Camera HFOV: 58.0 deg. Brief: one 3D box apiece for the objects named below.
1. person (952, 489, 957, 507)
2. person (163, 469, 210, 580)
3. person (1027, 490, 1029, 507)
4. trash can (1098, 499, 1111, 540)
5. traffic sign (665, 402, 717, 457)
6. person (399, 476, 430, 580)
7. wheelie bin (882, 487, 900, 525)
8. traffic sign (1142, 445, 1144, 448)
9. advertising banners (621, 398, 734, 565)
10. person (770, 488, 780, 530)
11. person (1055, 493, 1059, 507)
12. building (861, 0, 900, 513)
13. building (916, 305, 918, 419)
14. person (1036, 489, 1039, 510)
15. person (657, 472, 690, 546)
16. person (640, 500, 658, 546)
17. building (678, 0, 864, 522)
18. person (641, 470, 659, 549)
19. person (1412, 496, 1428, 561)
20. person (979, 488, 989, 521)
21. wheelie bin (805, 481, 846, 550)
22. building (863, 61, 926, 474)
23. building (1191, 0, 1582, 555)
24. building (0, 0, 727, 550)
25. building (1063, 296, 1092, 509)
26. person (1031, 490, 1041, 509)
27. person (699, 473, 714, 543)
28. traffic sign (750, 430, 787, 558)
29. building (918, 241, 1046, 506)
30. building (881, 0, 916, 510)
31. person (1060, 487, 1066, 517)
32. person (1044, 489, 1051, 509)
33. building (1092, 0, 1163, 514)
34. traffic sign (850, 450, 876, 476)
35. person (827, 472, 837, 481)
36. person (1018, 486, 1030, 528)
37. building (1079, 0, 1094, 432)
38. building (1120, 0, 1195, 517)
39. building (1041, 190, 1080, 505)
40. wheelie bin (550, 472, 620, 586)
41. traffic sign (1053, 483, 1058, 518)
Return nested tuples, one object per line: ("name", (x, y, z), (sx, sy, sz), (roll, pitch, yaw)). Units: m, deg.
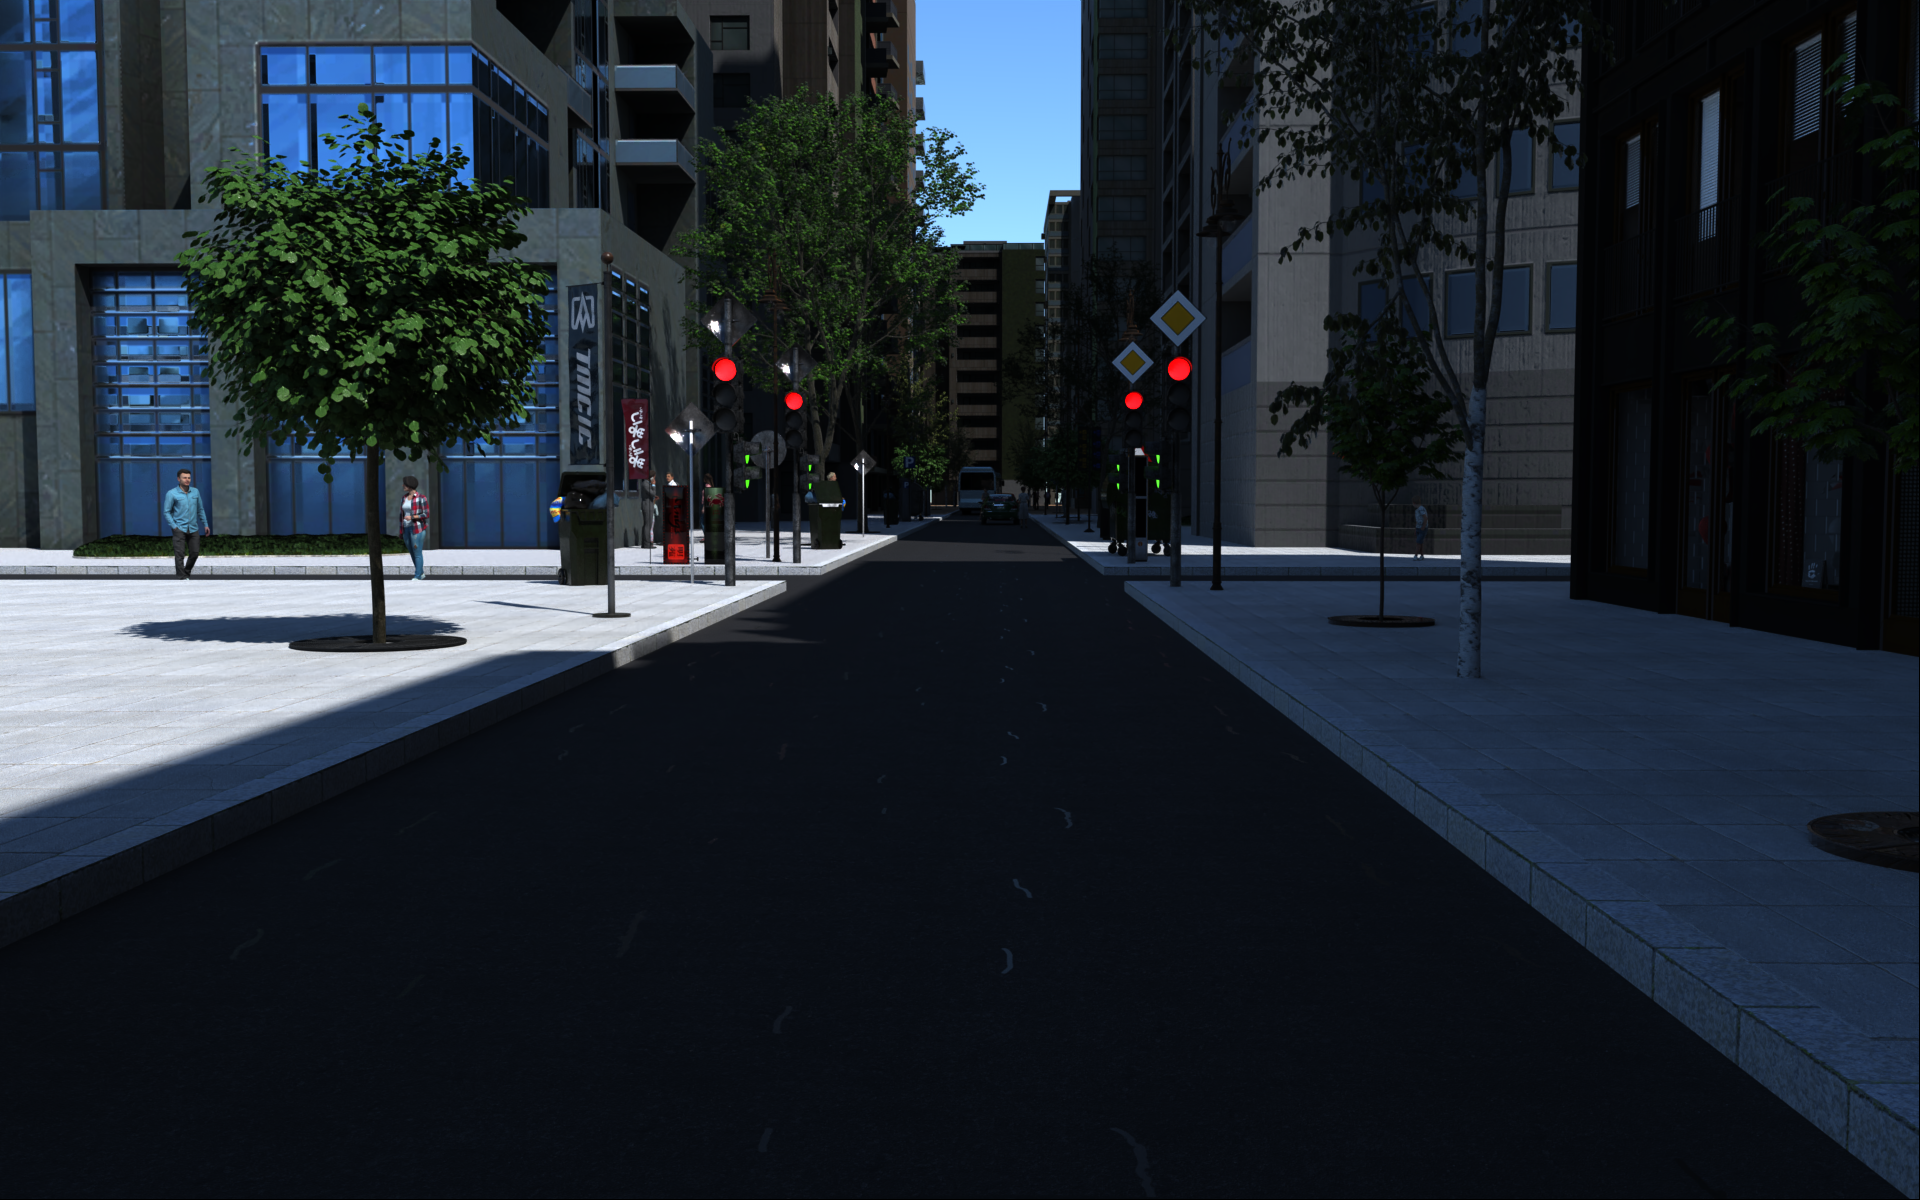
("person", (-0.535, -10.208, 173.022), (0.705, 1.814, 1.350), (1, 4, 18))
("person", (-12.069, -1.127, 26.954), (0.620, 1.820, 0.660), (2, 4, 33))
("person", (6.720, -10.072, 171.442), (0.721, 1.735, 1.217), (-2, 4, -30))
("trash can", (4.222, -2.252, 48.466), (0.748, 1.137, 0.748), (0, 3, 0))
("traffic sign", (-3.853, -1.533, 24.802), (0.795, 2.593, 0.064), (0, 4, 6))
("person", (-8.711, -1.124, 27.714), (0.563, 1.720, 0.643), (2, 4, 31))
("wheelie bin", (-2.902, -3.954, 72.558), (0.693, 1.594, 0.980), (-1, 4, -11))
("traffic sign", (4.193, -2.497, 40.827), (0.884, 2.594, 0.081), (0, 4, 2))
("advertising banners", (-5.144, -2.160, 31.500), (2.074, 3.025, 0.090), (0, 4, 7))
("person", (-6.565, -3.203, 61.001), (0.503, 1.515, 0.523), (1, 4, 11))
("person", (9.582, -10.131, 171.772), (0.705, 1.812, 1.348), (0, 4, -2))
("building", (-15.722, -28.577, 121.860), (22.147, 44.769, 28.867), (0, 4, 1))
("building", (-11.347, -26.241, 200.743), (14.107, 30.474, 14.160), (0, 4, 1))
("person", (6.290, -8.280, 142.135), (0.721, 1.736, 1.217), (0, 4, 4))
("person", (-7.166, -2.264, 43.155), (0.850, 1.850, 0.679), (-1, 4, -18))
("person", (-7.607, -1.958, 42.343), (0.425, 1.301, 0.394), (-2, 4, -30))
("building", (-12.289, -19.135, 84.565), (14.160, 30.474, 14.107), (0, 4, 1))
("person", (-7.298, -2.138, 40.806), (0.447, 1.846, 0.655), (-1, 4, -22))
("person", (8.884, -1.391, 33.471), (0.352, 1.250, 0.332), (2, 4, 31))
("person", (1.325, -5.189, 93.677), (0.599, 1.781, 0.374), (1, 4, 15))
("wheelie bin", (-3.168, -1.981, 40.290), (0.980, 1.594, 0.693), (-2, 4, -28))
("building", (-18.768, -33.572, 168.508), (30.456, 49.044, 23.786), (0, 4, 1))
("building", (21.191, -30.705, 44.031), (28.212, 58.520, 21.231), (0, 4, 1))
("building", (-18.894, -45.249, 52.498), (22.319, 86.520, 31.000), (0, 4, 1))
("building", (24.219, -19.601, 165.523), (27.650, 21.520, 28.899), (0, 4, 1))
("person", (6.657, -8.914, 152.309), (0.721, 1.766, 1.217), (-3, 5, -39))
("person", (-6.663, -2.415, 45.543), (0.388, 1.821, 0.555), (0, 4, -8))
("traffic sign", (-3.837, -2.107, 34.551), (0.768, 2.556, 0.104), (0, 4, 5))
("building", (2.760, -26.230, 200.556), (14.107, 30.474, 14.160), (0, 4, 1))
("building", (-10.875, -30.167, 143.338), (14.600, 45.320, 14.200), (0, 4, 1))
("person", (5.827, -5.549, 96.873), (0.391, 1.810, 0.635), (2, 4, 26))
("person", (7.457, -8.558, 146.906), (0.756, 1.711, 0.436), (-2, 4, -24))
("building", (15.859, -26.459, 116.200), (14.154, 41.232, 14.086), (0, 4, 1))
("traffic sign", (-2.883, -3.156, 51.336), (0.795, 2.593, 0.064), (0, 4, 6))
("person", (-3.325, -2.361, 44.518), (0.514, 1.842, 0.818), (2, 4, 33))
("person", (2.719, -3.920, 73.170), (0.480, 1.755, 0.524), (0, 4, 6))
("building", (23.496, -33.468, 136.435), (28.713, 52.752, 27.495), (0, 4, 1))
("building", (18.755, -39.426, 82.861), (20.563, 71.187, 20.611), (0, 4, 1))
("building", (22.012, -31.631, 209.051), (23.993, 40.220, 32.217), (0, 4, 1))
("wheelie bin", (-5.262, -1.011, 24.445), (0.980, 1.594, 0.693), (-2, 4, -30))
("traffic sign", (5.103, -5.576, 91.272), (0.768, 2.556, 0.104), (0, 4, 2))
